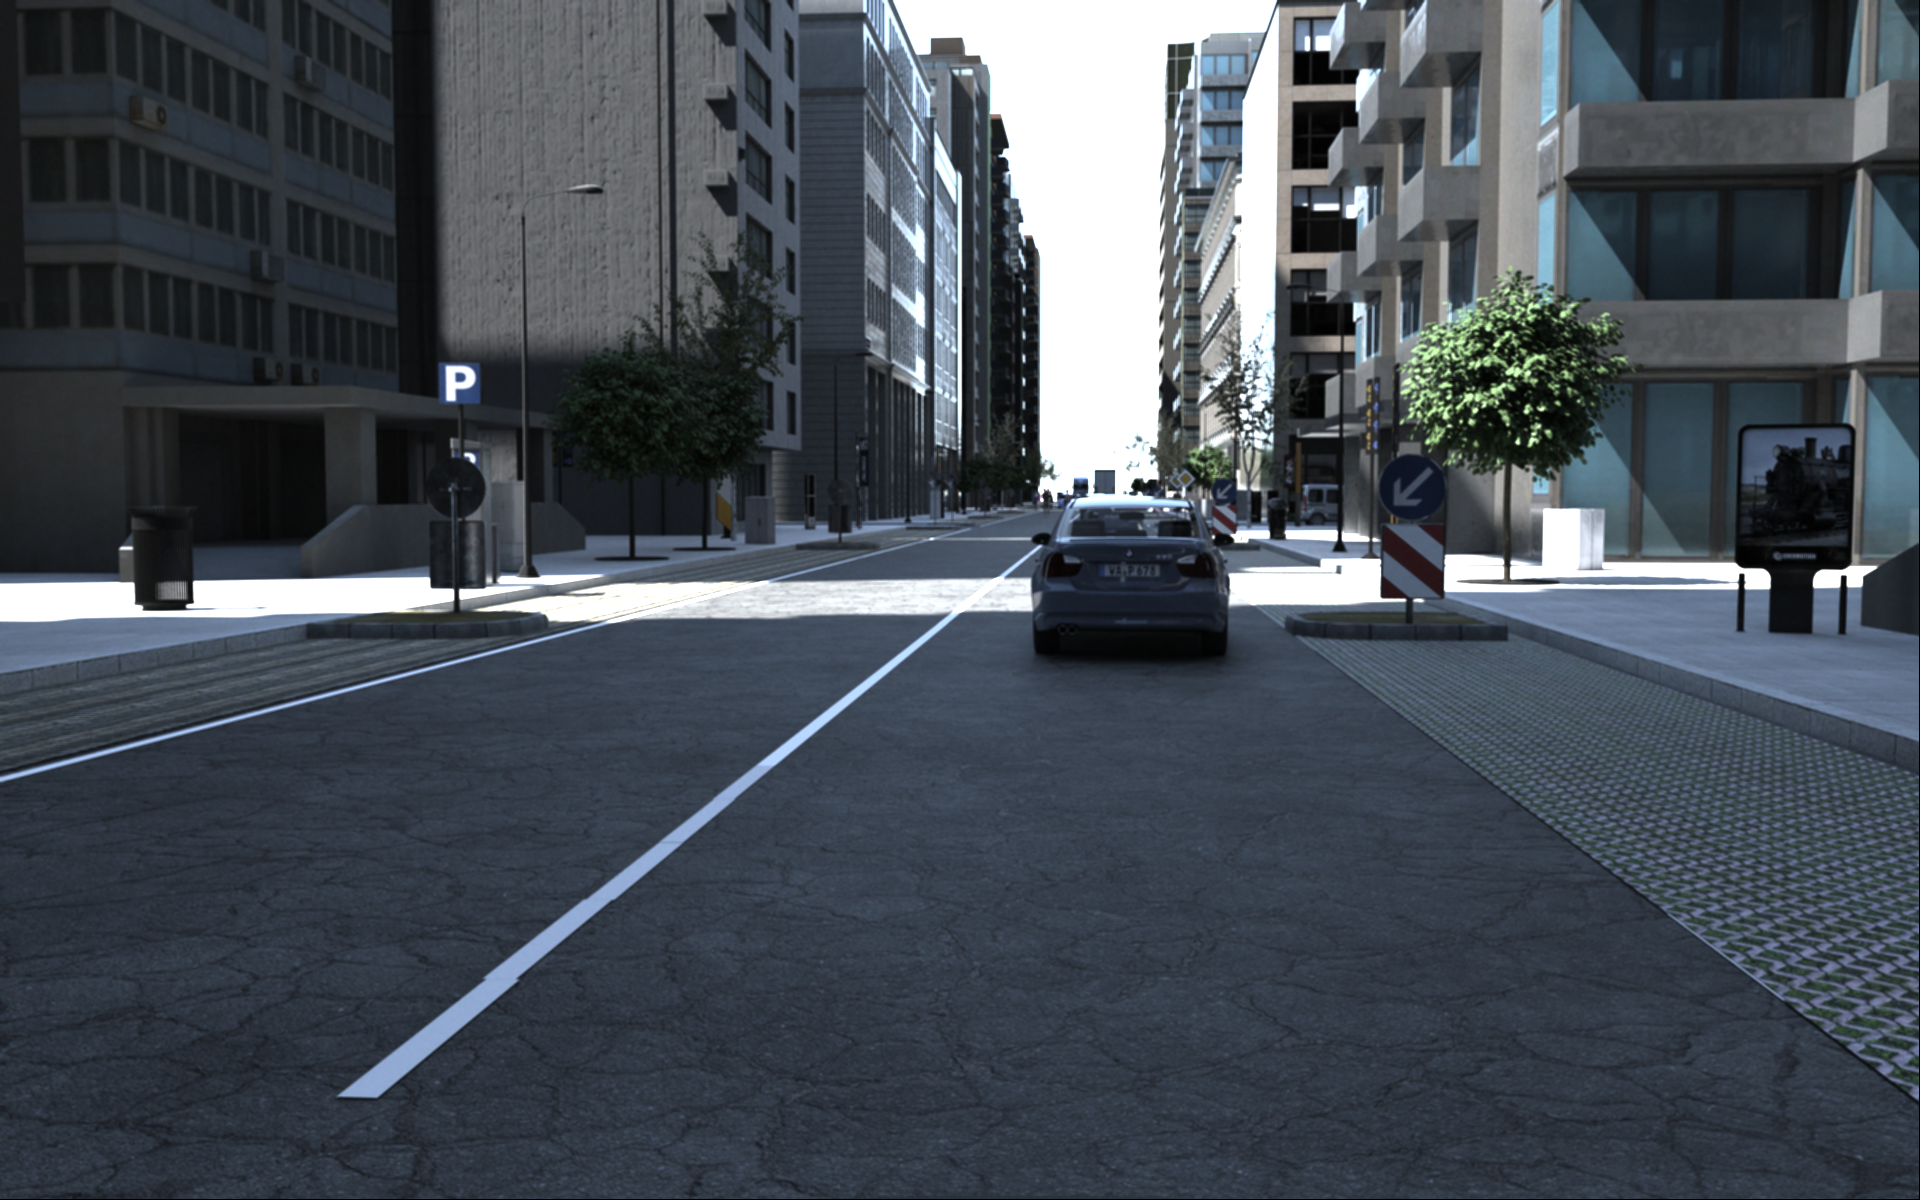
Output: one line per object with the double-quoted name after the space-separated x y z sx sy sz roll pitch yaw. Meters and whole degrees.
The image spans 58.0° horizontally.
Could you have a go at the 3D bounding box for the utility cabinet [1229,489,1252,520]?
13.554 -4.591 83.741 0.318 1.500 1.173 -3 5 -44 "utility cabinet"

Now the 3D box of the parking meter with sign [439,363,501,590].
-6.724 -1.694 23.950 0.543 3.016 1.738 0 4 -5 "parking meter with sign"

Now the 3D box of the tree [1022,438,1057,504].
9.618 -16.968 227.792 4.737 8.622 4.395 0 3 0 "tree"

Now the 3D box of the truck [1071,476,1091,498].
18.164 -16.679 262.465 2.967 4.110 18.799 0 4 3 "truck"

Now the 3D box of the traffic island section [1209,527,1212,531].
9.028 -2.873 69.249 2.009 0.180 2.903 0 4 5 "traffic island section"

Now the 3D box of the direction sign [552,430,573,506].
-11.534 -3.543 49.932 0.379 3.537 0.876 3 5 43 "direction sign"

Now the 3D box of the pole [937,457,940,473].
-1.190 -6.154 94.456 0.158 3.312 0.155 0 3 0 "pole"

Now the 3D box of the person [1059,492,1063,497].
11.829 -11.917 204.127 0.721 1.735 1.217 -1 4 -20 "person"

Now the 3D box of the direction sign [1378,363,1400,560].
7.630 -2.348 30.385 0.379 3.537 0.876 1 4 9 "direction sign"

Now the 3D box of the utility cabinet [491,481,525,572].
-7.479 -1.227 28.740 0.318 1.500 1.173 -2 4 -33 "utility cabinet"

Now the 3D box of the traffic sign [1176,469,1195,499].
9.004 -4.008 69.174 0.795 2.450 0.064 0 4 5 "traffic sign"

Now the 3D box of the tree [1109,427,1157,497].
25.054 -18.609 238.670 8.767 10.594 7.601 -3 5 -40 "tree"

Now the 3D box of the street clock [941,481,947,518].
-0.959 -5.292 91.097 0.471 2.002 0.358 -3 5 -39 "street clock"

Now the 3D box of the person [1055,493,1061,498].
11.938 -12.055 206.324 1.217 1.736 0.721 1 4 13 "person"

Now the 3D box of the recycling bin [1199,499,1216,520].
12.317 -4.485 85.890 0.722 1.027 0.722 -1 4 -23 "recycling bin"

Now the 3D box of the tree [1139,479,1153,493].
23.691 -13.728 219.046 1.663 3.219 1.824 0 3 0 "tree"

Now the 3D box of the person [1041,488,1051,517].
5.366 -6.028 107.031 0.573 1.828 0.580 3 5 40 "person"

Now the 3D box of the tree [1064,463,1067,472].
15.595 -20.764 289.849 4.737 8.622 4.395 0 3 0 "tree"

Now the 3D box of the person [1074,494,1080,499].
11.783 -9.923 173.976 0.697 1.427 0.421 -1 4 -22 "person"

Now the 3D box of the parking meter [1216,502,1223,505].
11.779 -4.463 78.686 0.399 1.863 0.255 1 4 10 "parking meter"

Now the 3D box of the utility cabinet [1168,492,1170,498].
18.640 -8.684 150.654 1.173 1.500 0.318 2 4 29 "utility cabinet"

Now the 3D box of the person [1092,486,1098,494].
8.349 -5.989 105.783 0.474 1.900 0.648 -3 4 -36 "person"

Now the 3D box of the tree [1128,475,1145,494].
30.284 -18.949 293.524 4.285 4.588 4.351 0 3 0 "tree"

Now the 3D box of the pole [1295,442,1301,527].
13.349 -4.559 68.381 0.158 3.312 0.155 0 3 0 "pole"

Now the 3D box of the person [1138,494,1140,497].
16.559 -9.105 160.620 0.557 1.426 1.065 3 5 43 "person"

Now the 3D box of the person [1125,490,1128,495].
15.492 -9.337 161.185 0.705 1.821 1.348 -1 4 -15 "person"

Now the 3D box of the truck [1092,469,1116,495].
16.632 -12.870 199.340 2.839 4.237 11.283 0 4 4 "truck"

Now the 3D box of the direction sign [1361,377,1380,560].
8.076 -2.567 33.960 0.379 3.537 0.876 0 4 -1 "direction sign"

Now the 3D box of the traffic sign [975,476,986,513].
1.402 -7.321 119.810 0.768 2.556 0.104 1 4 10 "traffic sign"

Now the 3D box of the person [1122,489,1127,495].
13.112 -7.969 138.573 0.755 1.850 0.659 -1 4 -11 "person"

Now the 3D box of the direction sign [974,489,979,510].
1.365 -9.231 142.915 0.876 3.537 0.379 -1 4 -12 "direction sign"

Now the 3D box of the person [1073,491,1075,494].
13.935 -12.343 210.864 0.434 1.755 0.990 2 4 30 "person"

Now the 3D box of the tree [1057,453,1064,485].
11.671 -18.053 245.528 4.737 8.622 4.395 0 3 0 "tree"

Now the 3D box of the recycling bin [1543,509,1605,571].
10.324 -1.014 29.140 0.722 1.027 0.722 -2 4 -34 "recycling bin"

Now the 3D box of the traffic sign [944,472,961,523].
-0.338 -4.547 77.986 0.795 2.450 0.064 0 4 5 "traffic sign"

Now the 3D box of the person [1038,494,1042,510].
7.048 -8.722 154.323 0.991 1.433 0.599 1 4 23 "person"

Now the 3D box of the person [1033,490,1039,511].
6.578 -8.623 149.513 0.581 1.822 0.654 1 4 15 "person"

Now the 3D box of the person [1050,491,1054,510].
8.484 -9.201 159.644 0.721 1.735 1.217 0 4 -6 "person"

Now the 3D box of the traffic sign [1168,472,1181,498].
9.670 -4.495 77.131 0.795 2.450 0.064 0 4 5 "traffic sign"

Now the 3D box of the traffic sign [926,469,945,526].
-1.003 -4.060 70.028 0.795 2.450 0.064 0 4 5 "traffic sign"

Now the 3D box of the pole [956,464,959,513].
-0.172 -7.534 117.027 0.158 3.312 0.155 0 3 0 "pole"

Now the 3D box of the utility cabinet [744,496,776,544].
-5.151 -2.043 44.563 0.306 1.237 1.020 -3 5 -40 "utility cabinet"

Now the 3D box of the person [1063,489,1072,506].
6.290 -5.583 100.612 0.563 1.720 0.643 -2 4 -35 "person"
